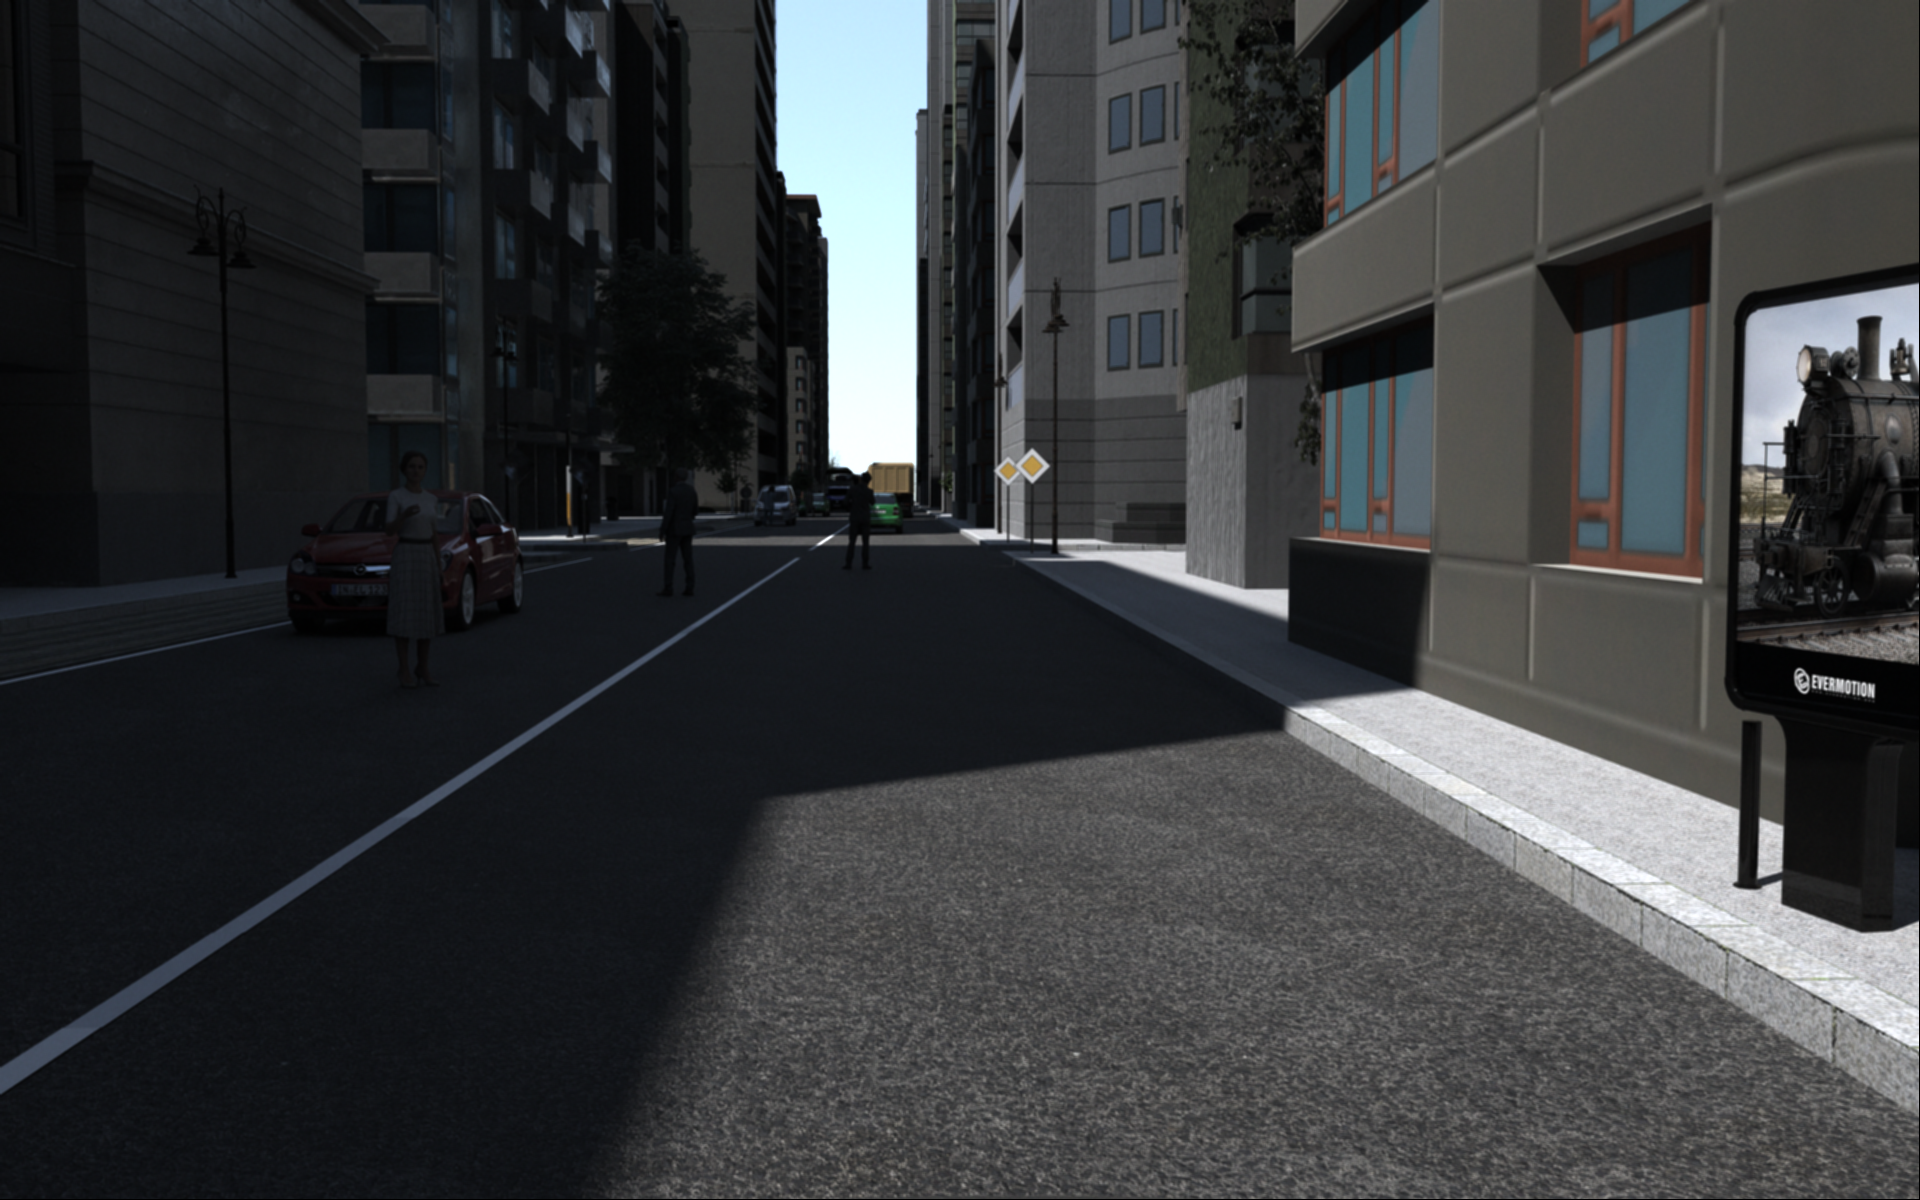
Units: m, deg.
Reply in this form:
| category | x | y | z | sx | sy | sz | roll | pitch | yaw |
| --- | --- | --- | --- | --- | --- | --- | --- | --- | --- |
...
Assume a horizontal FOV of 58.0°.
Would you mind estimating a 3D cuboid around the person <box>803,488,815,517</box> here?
| category | x | y | z | sx | sy | sz | roll | pitch | yaw |
| --- | --- | --- | --- | --- | --- | --- | --- | --- | --- |
| person | -9.263 | -5.975 | 106.291 | 0.767 | 1.812 | 0.694 | 3 | 4 | 36 |

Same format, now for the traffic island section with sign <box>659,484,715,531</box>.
| category | x | y | z | sx | sy | sz | roll | pitch | yaw |
| --- | --- | --- | --- | --- | --- | --- | --- | --- | --- |
| traffic island section with sign | -10.650 | -3.615 | 67.732 | 1.989 | 1.847 | 2.006 | 0 | 4 | -2 |

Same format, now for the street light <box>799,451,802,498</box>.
| category | x | y | z | sx | sy | sz | roll | pitch | yaw |
| --- | --- | --- | --- | --- | --- | --- | --- | --- | --- |
| street light | -17.168 | -13.076 | 186.571 | 0.468 | 5.910 | 1.993 | 0 | 4 | -2 |

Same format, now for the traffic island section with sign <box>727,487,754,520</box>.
| category | x | y | z | sx | sy | sz | roll | pitch | yaw |
| --- | --- | --- | --- | --- | --- | --- | --- | --- | --- |
| traffic island section with sign | -11.649 | -5.262 | 94.669 | 1.989 | 1.847 | 2.006 | 0 | 4 | -2 |

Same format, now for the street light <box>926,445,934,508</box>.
| category | x | y | z | sx | sy | sz | roll | pitch | yaw |
| --- | --- | --- | --- | --- | --- | --- | --- | --- | --- |
| street light | -2.713 | -11.708 | 164.218 | 0.468 | 5.910 | 1.993 | 0 | 4 | -2 |

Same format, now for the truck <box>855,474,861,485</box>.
| category | x | y | z | sx | sy | sz | roll | pitch | yaw |
| --- | --- | --- | --- | --- | --- | --- | --- | --- | --- |
| truck | -11.067 | -10.766 | 171.941 | 3.469 | 3.379 | 9.791 | 0 | 4 | -2 |

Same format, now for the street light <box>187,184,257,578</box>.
| category | x | y | z | sx | sy | sz | roll | pitch | yaw |
| --- | --- | --- | --- | --- | --- | --- | --- | --- | --- |
| street light | -11.137 | -3.272 | 26.280 | 0.468 | 5.910 | 1.993 | 0 | 4 | -2 |

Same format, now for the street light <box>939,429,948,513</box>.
| category | x | y | z | sx | sy | sz | roll | pitch | yaw |
| --- | --- | --- | --- | --- | --- | --- | --- | --- | --- |
| street light | -1.043 | -9.013 | 120.154 | 0.468 | 5.910 | 1.993 | 0 | 4 | -2 |

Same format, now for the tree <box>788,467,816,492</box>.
| category | x | y | z | sx | sy | sz | roll | pitch | yaw |
| --- | --- | --- | --- | --- | --- | --- | --- | --- | --- |
| tree | -17.831 | -12.900 | 194.625 | 4.285 | 4.588 | 4.351 | 0 | 3 | 0 |

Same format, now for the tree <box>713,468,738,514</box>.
| category | x | y | z | sx | sy | sz | roll | pitch | yaw |
| --- | --- | --- | --- | --- | --- | --- | --- | --- | --- |
| tree | -15.299 | -7.236 | 112.908 | 1.663 | 3.219 | 1.824 | 0 | 3 | 0 |

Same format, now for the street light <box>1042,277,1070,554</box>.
| category | x | y | z | sx | sy | sz | roll | pitch | yaw |
| --- | --- | --- | --- | --- | --- | --- | --- | --- | --- |
| street light | 2.039 | -3.931 | 37.066 | 0.468 | 5.910 | 1.993 | 0 | 4 | -2 |

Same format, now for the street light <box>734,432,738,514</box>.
| category | x | y | z | sx | sy | sz | roll | pitch | yaw |
| --- | --- | --- | --- | --- | --- | --- | --- | --- | --- |
| street light | -14.271 | -8.409 | 110.279 | 0.468 | 5.910 | 1.993 | 0 | 4 | -2 |

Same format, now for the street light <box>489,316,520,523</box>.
| category | x | y | z | sx | sy | sz | roll | pitch | yaw |
| --- | --- | --- | --- | --- | --- | --- | --- | --- | --- |
| street light | -11.831 | -4.425 | 45.135 | 0.468 | 5.910 | 1.993 | 0 | 4 | -2 |

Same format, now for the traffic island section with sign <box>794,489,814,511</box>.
| category | x | y | z | sx | sy | sz | roll | pitch | yaw |
| --- | --- | --- | --- | --- | --- | --- | --- | --- | --- |
| traffic island section with sign | -13.517 | -8.347 | 145.093 | 1.989 | 1.847 | 2.006 | 0 | 4 | -2 |

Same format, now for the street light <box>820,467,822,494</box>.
| category | x | y | z | sx | sy | sz | roll | pitch | yaw |
| --- | --- | --- | --- | --- | --- | --- | --- | --- | --- |
| street light | -18.972 | -16.139 | 236.652 | 0.468 | 5.910 | 1.993 | 0 | 4 | -2 |

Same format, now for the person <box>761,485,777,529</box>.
| category | x | y | z | sx | sy | sz | roll | pitch | yaw |
| --- | --- | --- | --- | --- | --- | --- | --- | --- | --- |
| person | -7.931 | -3.849 | 71.701 | 0.793 | 1.790 | 0.793 | -2 | 4 | -24 |

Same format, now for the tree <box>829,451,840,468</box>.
| category | x | y | z | sx | sy | sz | roll | pitch | yaw |
| --- | --- | --- | --- | --- | --- | --- | --- | --- | --- |
| tree | -20.809 | -20.144 | 279.718 | 4.360 | 8.622 | 3.978 | 0 | 3 | 0 |

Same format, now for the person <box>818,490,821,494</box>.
| category | x | y | z | sx | sy | sz | roll | pitch | yaw |
| --- | --- | --- | --- | --- | --- | --- | --- | --- | --- |
| person | -15.036 | -10.800 | 185.085 | 0.705 | 1.823 | 1.348 | 0 | 4 | 3 |

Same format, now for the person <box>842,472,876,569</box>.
| category | x | y | z | sx | sy | sz | roll | pitch | yaw |
| --- | --- | --- | --- | --- | --- | --- | --- | --- | --- |
| person | -1.941 | -1.520 | 33.154 | 0.655 | 1.846 | 0.447 | 0 | 4 | -3 |

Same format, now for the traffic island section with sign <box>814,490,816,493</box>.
| category | x | y | z | sx | sy | sz | roll | pitch | yaw |
| --- | --- | --- | --- | --- | --- | --- | --- | --- | --- |
| traffic island section with sign | -14.521 | -9.994 | 172.030 | 1.989 | 1.847 | 2.006 | 0 | 4 | -2 |

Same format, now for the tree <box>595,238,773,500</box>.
| category | x | y | z | sx | sy | sz | roll | pitch | yaw |
| --- | --- | --- | --- | --- | --- | --- | --- | --- | --- |
| tree | -14.358 | -11.010 | 86.664 | 9.857 | 13.997 | 8.962 | 0 | 3 | 0 |

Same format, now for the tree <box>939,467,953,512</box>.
| category | x | y | z | sx | sy | sz | roll | pitch | yaw |
| --- | --- | --- | --- | --- | --- | --- | --- | --- | --- |
| tree | -0.598 | -7.913 | 123.975 | 1.663 | 3.219 | 1.824 | 0 | 3 | 0 |

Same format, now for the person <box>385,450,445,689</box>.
| category | x | y | z | sx | sy | sz | roll | pitch | yaw |
| --- | --- | --- | --- | --- | --- | --- | --- | --- | --- |
| person | -3.999 | -0.229 | 12.814 | 0.524 | 1.755 | 0.480 | 3 | 4 | 37 |

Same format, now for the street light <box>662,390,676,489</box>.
| category | x | y | z | sx | sy | sz | roll | pitch | yaw |
| --- | --- | --- | --- | --- | --- | --- | --- | --- | --- |
| street light | -12.998 | -6.399 | 77.414 | 0.468 | 5.910 | 1.993 | 0 | 4 | -2 |

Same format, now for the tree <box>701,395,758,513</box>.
| category | x | y | z | sx | sy | sz | roll | pitch | yaw |
| --- | --- | --- | --- | --- | --- | --- | --- | --- | --- |
| tree | -15.381 | -10.158 | 116.447 | 4.737 | 8.622 | 4.395 | 0 | 3 | 0 |

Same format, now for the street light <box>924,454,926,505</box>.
| category | x | y | z | sx | sy | sz | roll | pitch | yaw |
| --- | --- | --- | --- | --- | --- | --- | --- | --- | --- |
| street light | -3.884 | -13.689 | 196.603 | 0.468 | 5.910 | 1.993 | 0 | 4 | -2 |

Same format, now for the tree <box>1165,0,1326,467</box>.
| category | x | y | z | sx | sy | sz | roll | pitch | yaw |
| --- | --- | --- | --- | --- | --- | --- | --- | --- | --- |
| tree | 3.981 | -4.103 | 17.442 | 4.360 | 8.622 | 3.978 | 0 | 3 | 0 |

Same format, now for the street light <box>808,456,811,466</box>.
| category | x | y | z | sx | sy | sz | roll | pitch | yaw |
| --- | --- | --- | --- | --- | --- | --- | --- | --- | --- |
| street light | -17.737 | -14.191 | 204.805 | 0.468 | 5.910 | 1.993 | 0 | 4 | -2 |

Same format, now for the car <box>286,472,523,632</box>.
| category | x | y | z | sx | sy | sz | roll | pitch | yaw |
| --- | --- | --- | --- | --- | --- | --- | --- | --- | --- |
| car | -6.116 | -0.633 | 19.392 | 2.155 | 1.783 | 4.494 | 0 | 4 | -4 |

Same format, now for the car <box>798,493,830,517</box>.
| category | x | y | z | sx | sy | sz | roll | pitch | yaw |
| --- | --- | --- | --- | --- | --- | --- | --- | --- | --- |
| car | -9.236 | -6.180 | 109.844 | 1.959 | 1.807 | 4.718 | 0 | 4 | 0 |

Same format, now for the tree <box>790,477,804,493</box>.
| category | x | y | z | sx | sy | sz | roll | pitch | yaw |
| --- | --- | --- | --- | --- | --- | --- | --- | --- | --- |
| tree | -17.979 | -12.020 | 191.123 | 1.663 | 3.219 | 1.824 | 0 | 3 | 0 |

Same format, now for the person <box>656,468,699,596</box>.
| category | x | y | z | sx | sy | sz | roll | pitch | yaw |
| --- | --- | --- | --- | --- | --- | --- | --- | --- | --- |
| person | -4.019 | -0.967 | 24.490 | 0.590 | 1.801 | 0.661 | 3 | 4 | 38 |

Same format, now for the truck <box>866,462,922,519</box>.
| category | x | y | z | sx | sy | sz | roll | pitch | yaw |
| --- | --- | --- | --- | --- | --- | --- | --- | --- | --- |
| truck | -4.071 | -6.629 | 104.307 | 3.469 | 3.379 | 9.791 | 0 | 4 | -1 |

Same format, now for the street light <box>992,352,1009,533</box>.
| category | x | y | z | sx | sy | sz | roll | pitch | yaw |
| --- | --- | --- | --- | --- | --- | --- | --- | --- | --- |
| street light | 1.299 | -5.106 | 56.272 | 0.468 | 5.910 | 1.993 | 0 | 4 | -2 |

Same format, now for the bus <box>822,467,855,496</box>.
| category | x | y | z | sx | sy | sz | roll | pitch | yaw |
| --- | --- | --- | --- | --- | --- | --- | --- | --- | --- |
| bus | -10.958 | -10.212 | 158.511 | 2.896 | 3.916 | 12.252 | 0 | 4 | -2 |
